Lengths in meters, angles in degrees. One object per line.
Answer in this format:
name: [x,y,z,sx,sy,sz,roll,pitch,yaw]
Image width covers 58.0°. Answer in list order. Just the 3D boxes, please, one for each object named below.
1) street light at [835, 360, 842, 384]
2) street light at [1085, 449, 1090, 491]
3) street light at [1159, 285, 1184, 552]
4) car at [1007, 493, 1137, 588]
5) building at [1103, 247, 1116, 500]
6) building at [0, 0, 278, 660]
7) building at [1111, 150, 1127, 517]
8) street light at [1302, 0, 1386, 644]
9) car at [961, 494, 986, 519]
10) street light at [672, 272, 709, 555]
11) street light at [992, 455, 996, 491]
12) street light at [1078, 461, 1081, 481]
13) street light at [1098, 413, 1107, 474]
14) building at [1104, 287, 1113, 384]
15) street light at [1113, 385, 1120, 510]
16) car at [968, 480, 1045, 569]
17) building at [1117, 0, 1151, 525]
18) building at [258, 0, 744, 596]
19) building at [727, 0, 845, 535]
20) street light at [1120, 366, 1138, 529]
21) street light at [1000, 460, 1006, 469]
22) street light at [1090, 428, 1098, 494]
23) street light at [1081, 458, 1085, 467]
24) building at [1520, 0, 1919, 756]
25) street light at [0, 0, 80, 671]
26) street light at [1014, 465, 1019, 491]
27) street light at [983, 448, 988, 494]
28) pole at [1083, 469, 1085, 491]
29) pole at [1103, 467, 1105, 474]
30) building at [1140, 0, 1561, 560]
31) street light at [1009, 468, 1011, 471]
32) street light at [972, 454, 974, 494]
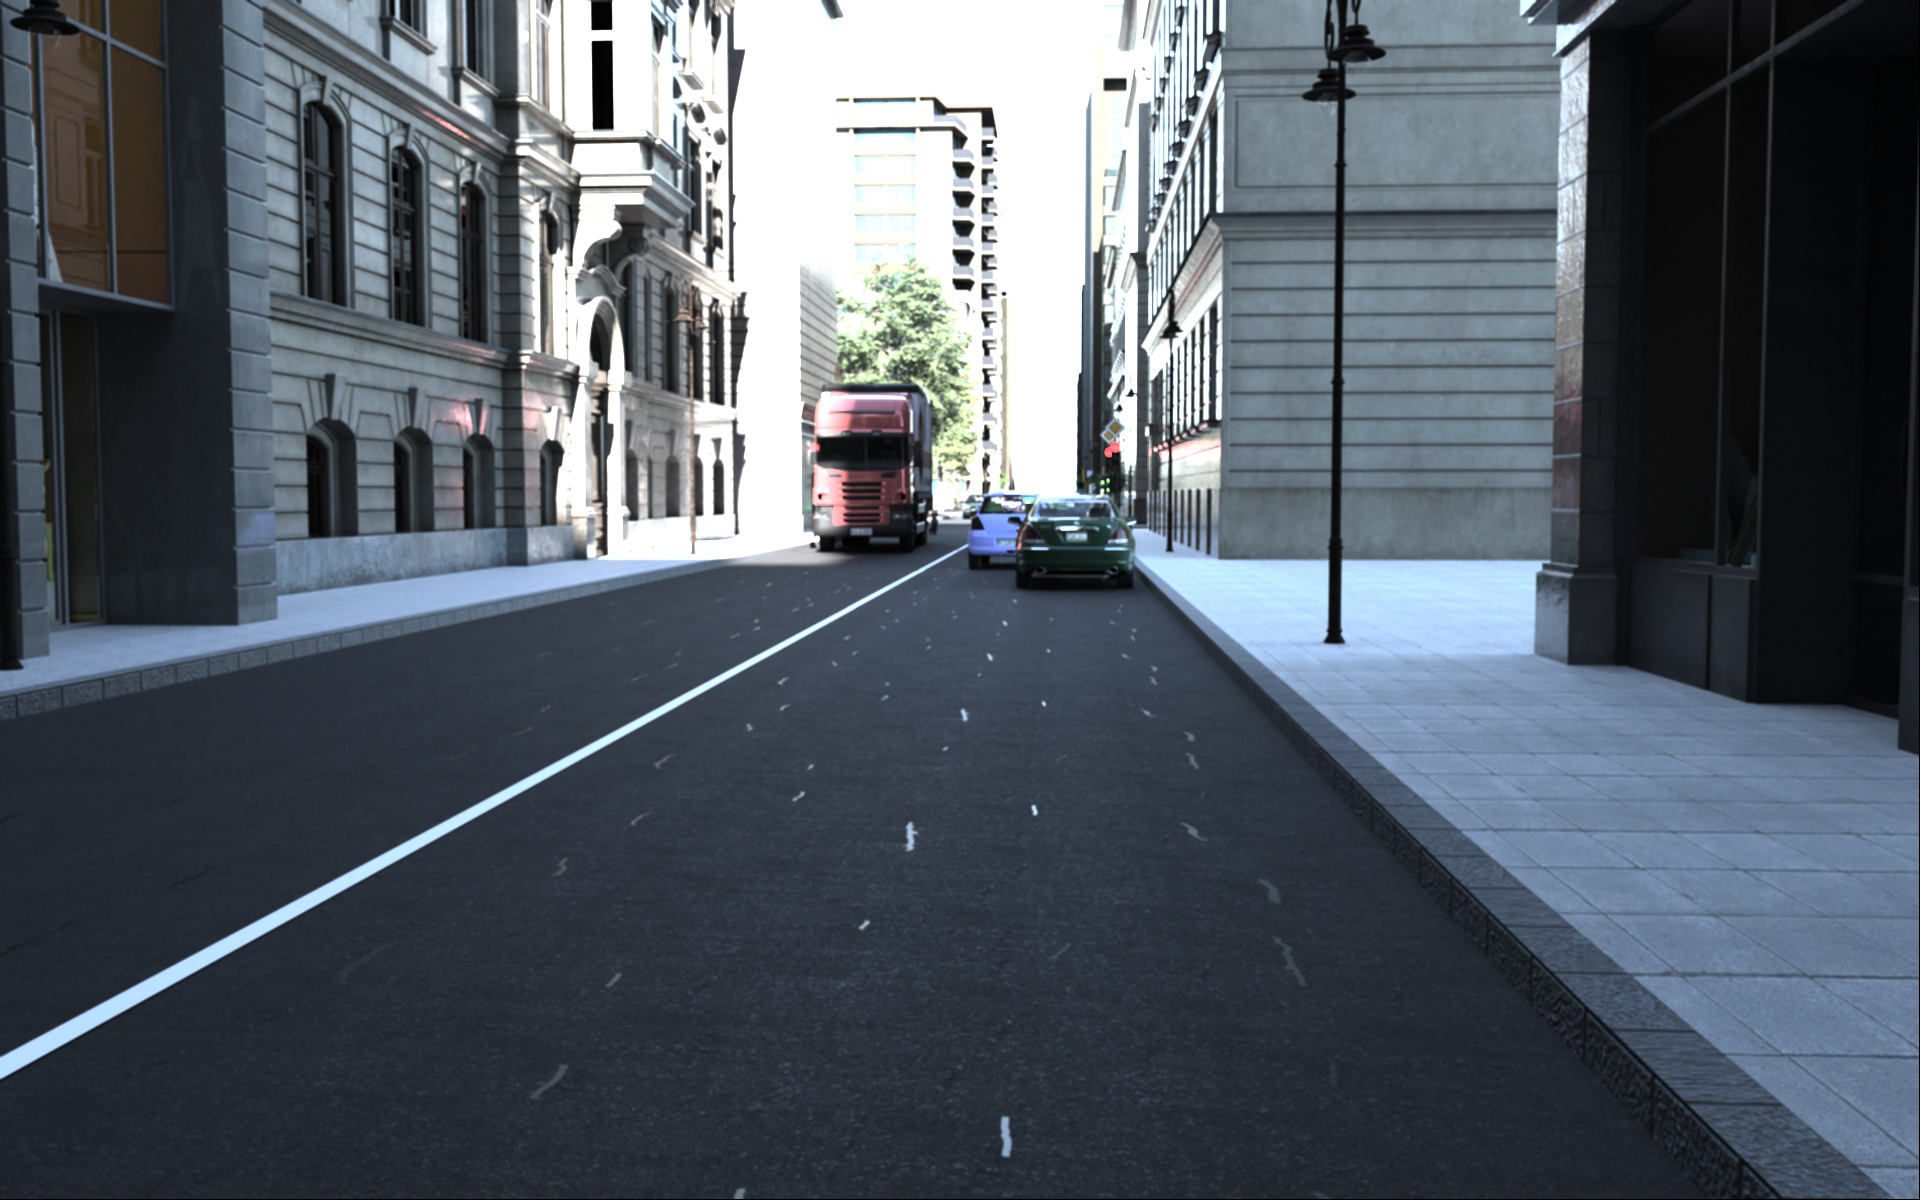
street light: [-4.192,-5.332,59.968,0.468,5.910,1.993,0,4,3]
street light: [11.251,-10.825,149.778,0.468,5.910,1.993,0,4,3]
street light: [4.679,-4.018,38.487,0.468,5.910,1.993,0,4,3]
car: [1.818,-0.985,27.910,2.131,1.459,4.920,0,4,2]
building: [14.987,-15.302,114.813,10.561,19.102,19.286,0,4,3]
building: [-13.235,-13.761,2.494,11.434,29.767,29.804,0,4,3]
building: [13.496,-15.102,96.070,9.793,20.994,18.267,0,4,3]
street light: [3.228,-2.567,14.756,0.468,5.910,1.993,0,4,3]
car: [1.099,-5.573,100.905,2.009,1.686,4.222,0,4,4]
street light: [-5.607,-3.881,36.235,0.468,5.910,1.993,0,4,3]
street light: [3.862,-13.640,195.796,0.468,5.910,1.993,0,4,3]
street light: [14.074,-13.773,197.968,0.468,5.910,1.993,0,4,3]
street light: [8.170,-7.610,97.210,0.468,5.910,1.993,0,4,3]
building: [17.237,-18.265,134.791,11.583,22.565,21.152,0,4,3]
street light: [6.744,-6.158,73.477,0.468,5.910,1.993,0,4,3]
car: [1.120,-1.517,34.400,1.945,1.707,3.694,0,4,5]
building: [19.610,-17.028,75.668,25.104,27.353,12.463,0,4,3]
building: [-12.926,-13.199,34.890,14.460,24.649,34.723,0,4,3]
building: [-13.547,-12.814,58.663,18.267,20.994,9.793,0,4,3]
street light: [6.156,-5.492,62.578,0.468,5.910,1.993,0,4,3]
street light: [5.891,-15.803,231.169,0.468,5.910,1.993,0,4,3]
street light: [9.529,-9.086,121.340,0.468,5.910,1.993,0,4,3]
street light: [12.608,-12.290,173.723,0.468,5.910,1.993,0,4,3]
building: [8.953,-9.832,11.662,10.553,20.767,40.483,0,4,3]
street light: [-6.956,-2.429,12.498,0.468,5.910,1.993,0,4,3]
street light: [8.771,-18.706,278.633,0.468,5.910,1.993,0,4,3]
street light: [2.509,-12.178,171.896,0.468,5.910,1.993,0,4,3]
pole: [10.012,-8.938,139.986,0.158,3.312,0.155,0,3,0]
pole: [10.640,-8.220,128.245,0.158,3.312,0.155,0,3,0]
building: [13.136,-13.065,46.896,16.112,22.955,30.059,0,4,3]
street light: [7.378,-17.255,254.898,0.468,5.910,1.993,0,4,3]
street light: [1.089,-10.726,148.163,0.468,5.910,1.993,0,4,3]
